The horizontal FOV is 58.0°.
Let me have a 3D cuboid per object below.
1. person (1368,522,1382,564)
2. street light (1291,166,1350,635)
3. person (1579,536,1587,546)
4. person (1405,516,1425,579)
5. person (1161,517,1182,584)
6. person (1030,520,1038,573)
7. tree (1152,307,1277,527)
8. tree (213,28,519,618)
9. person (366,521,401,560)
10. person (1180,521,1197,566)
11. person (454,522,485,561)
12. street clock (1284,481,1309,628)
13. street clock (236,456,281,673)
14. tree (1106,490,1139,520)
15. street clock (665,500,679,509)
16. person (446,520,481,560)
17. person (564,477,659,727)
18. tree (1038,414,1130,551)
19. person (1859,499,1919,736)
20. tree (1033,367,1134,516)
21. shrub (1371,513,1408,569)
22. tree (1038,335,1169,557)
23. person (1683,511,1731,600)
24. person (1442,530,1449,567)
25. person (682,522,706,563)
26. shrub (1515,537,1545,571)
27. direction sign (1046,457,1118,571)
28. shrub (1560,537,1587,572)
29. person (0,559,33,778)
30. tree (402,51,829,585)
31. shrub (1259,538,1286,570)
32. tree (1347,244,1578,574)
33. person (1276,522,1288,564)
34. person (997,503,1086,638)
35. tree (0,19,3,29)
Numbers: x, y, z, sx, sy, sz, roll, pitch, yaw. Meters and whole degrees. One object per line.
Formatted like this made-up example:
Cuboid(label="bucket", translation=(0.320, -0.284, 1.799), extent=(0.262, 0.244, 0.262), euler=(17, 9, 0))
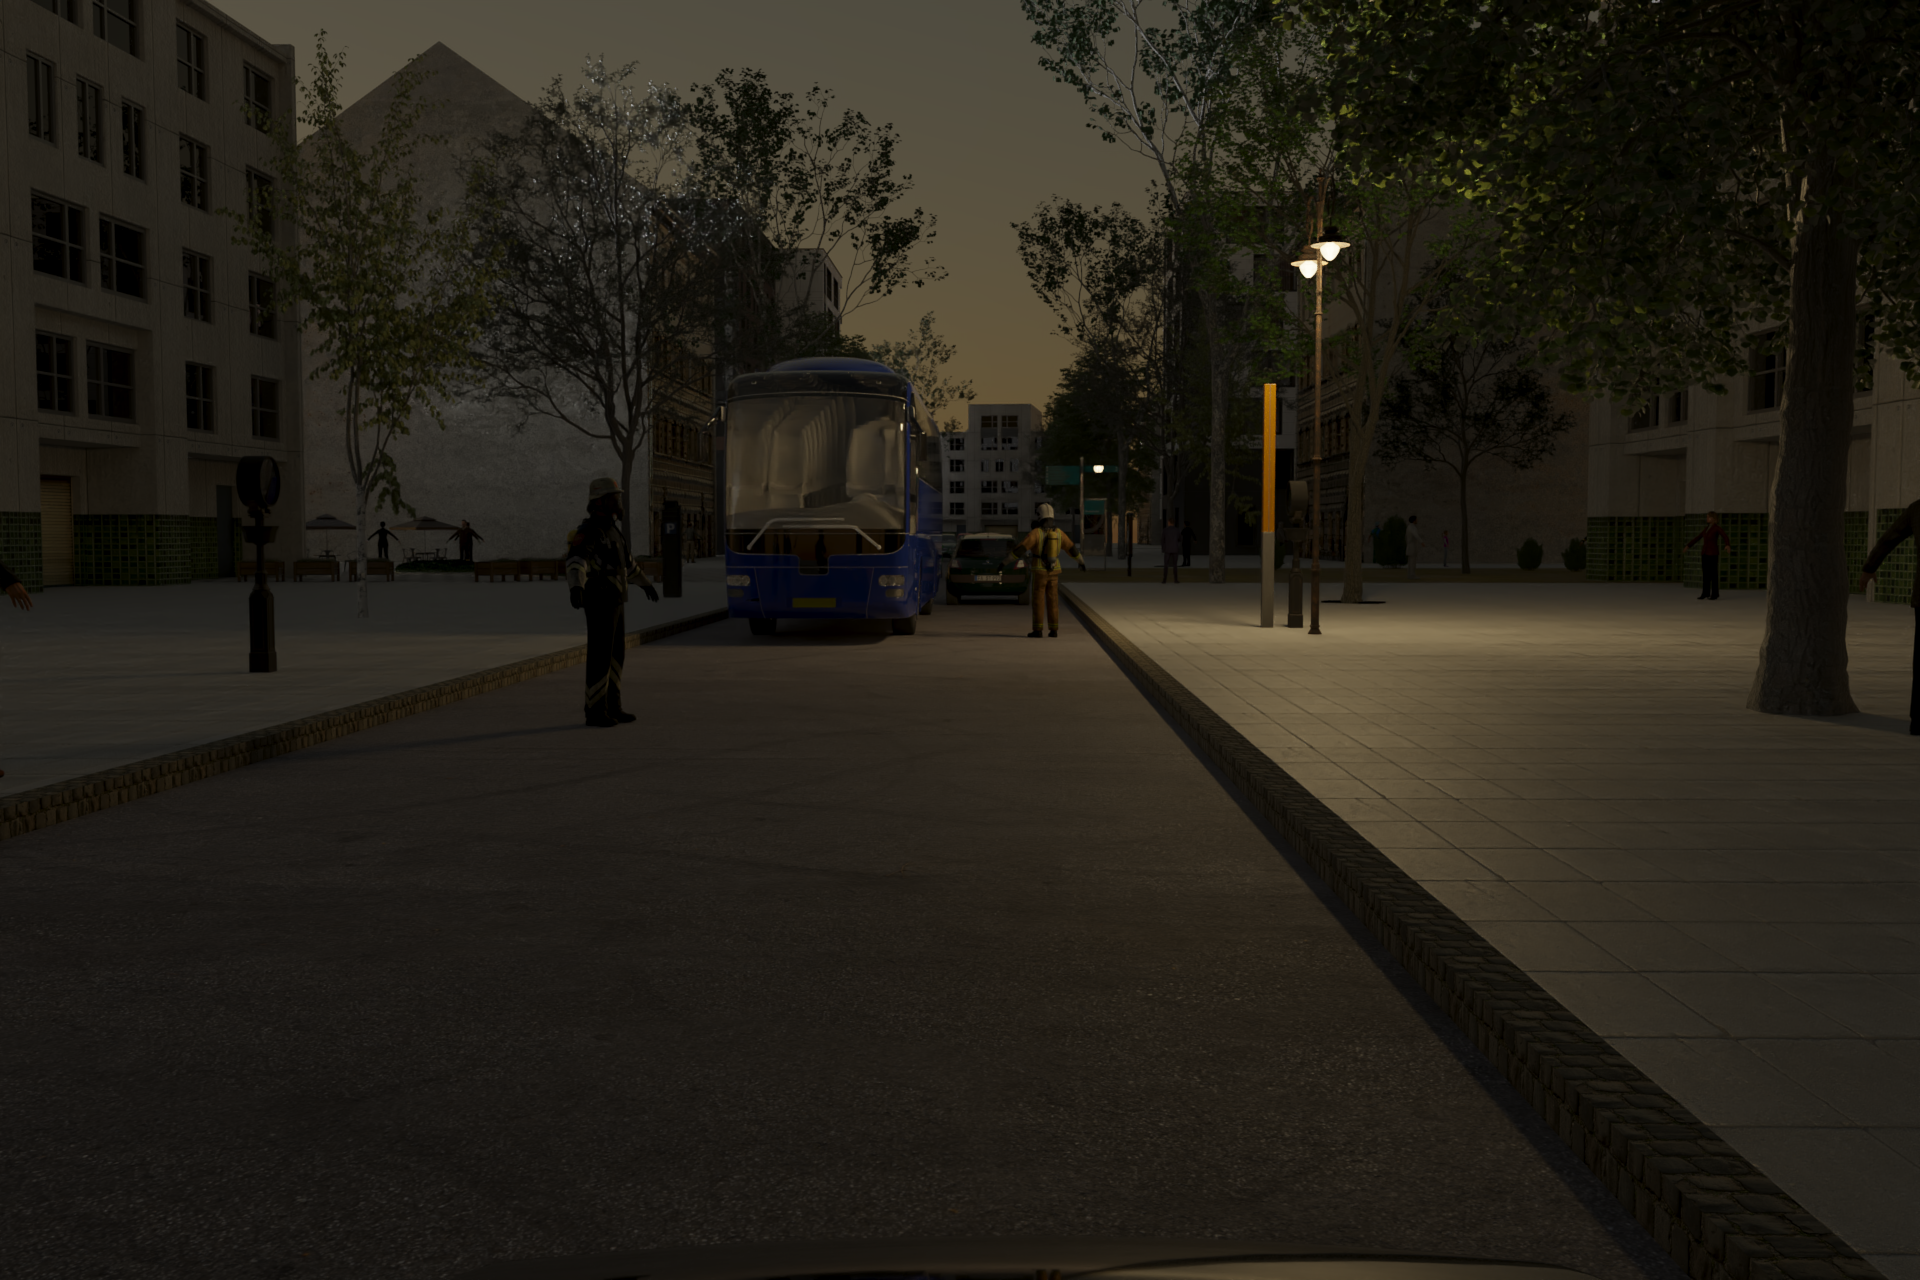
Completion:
Cuboid(label="person", translation=(17.924, -4.168, 74.281), extent=(0.704, 1.817, 1.347), euler=(-2, 4, -30))
Cuboid(label="street light", translation=(4.544, -3.010, 22.007), extent=(0.468, 5.910, 1.993), euler=(0, 4, 1))
Cuboid(label="person", translation=(19.976, -2.930, 53.841), extent=(1.347, 1.837, 0.705), euler=(2, 4, 24))
Cuboid(label="person", translation=(12.884, -2.630, 49.191), extent=(0.705, 1.806, 1.347), euler=(0, 4, -4))
Cuboid(label="person", translation=(5.478, -2.318, 44.866), extent=(0.541, 1.710, 0.530), euler=(1, 4, 13))
Cuboid(label="person", translation=(2.224, -2.514, 49.710), extent=(0.704, 1.843, 1.345), euler=(1, 4, 22))
Cuboid(label="tree", translation=(8.284, -6.448, 55.784), extent=(4.737, 8.622, 4.395), euler=(0, 3, 0))
Cuboid(label="tree", translation=(-8.929, -4.649, 26.381), extent=(4.737, 8.622, 4.395), euler=(0, 3, 0))
Cuboid(label="person", translation=(-20.773, -3.403, 62.361), extent=(1.216, 1.740, 0.721), euler=(-1, 4, -18))
Cuboid(label="person", translation=(8.953, -3.820, 68.637), extent=(1.347, 1.806, 0.705), euler=(-3, 5, -40))
Cuboid(label="person", translation=(-21.082, -4.164, 74.313), extent=(1.346, 1.802, 0.704), euler=(0, 4, 1))
Cuboid(label="street clock", translation=(4.588, -1.166, 23.641), extent=(0.358, 2.002, 0.471), euler=(0, 4, 2))
Cuboid(label="street clock", translation=(-6.482, -0.702, 16.052), extent=(0.358, 2.002, 0.471), euler=(0, 4, 0))
Cuboid(label="tree", translation=(23.202, -18.834, 242.348), extent=(7.601, 10.594, 8.767), euler=(1, 4, 9))
Cuboid(label="street clock", translation=(-6.183, -1.997, 37.220), extent=(0.358, 2.002, 0.471), euler=(0, 4, 2))
Cuboid(label="person", translation=(-18.315, -3.536, 63.949), extent=(1.346, 1.812, 0.704), euler=(0, 4, 7))
Cuboid(label="person", translation=(-2.643, -0.292, 13.009), extent=(0.705, 1.856, 1.354), euler=(1, 4, 14))
Cuboid(label="tree", translation=(9.640, -12.756, 134.314), extent=(9.928, 11.665, 9.643), euler=(0, 3, 0))
Cuboid(label="person", translation=(6.245, -0.291, 10.938), extent=(0.705, 1.807, 1.348), euler=(-2, 4, -26))
Cuboid(label="tree", translation=(8.419, -12.082, 115.662), extent=(7.486, 12.596, 7.792), euler=(0, 3, 0))
Cuboid(label="shrub", translation=(16.119, -3.685, 64.295), extent=(1.661, 2.075, 1.752), euler=(0, 3, 0))
Cuboid(label="tree", translation=(8.344, -11.057, 98.916), extent=(7.486, 12.596, 7.792), euler=(0, 3, 0))
Cuboid(label="person", translation=(14.560, -1.647, 33.739), extent=(0.721, 1.729, 1.215), euler=(-1, 4, -18))
Cuboid(label="person", translation=(19.087, -3.581, 67.809), extent=(0.599, 1.433, 0.991), euler=(1, 4, 18))
Cuboid(label="person", translation=(-11.901, -4.297, 76.528), extent=(1.348, 1.796, 0.705), euler=(1, 4, 16))
Cuboid(label="shrub", translation=(20.060, -3.048, 60.950), extent=(1.383, 1.207, 1.383), euler=(0, 3, 0))
Cuboid(label="direction sign", translation=(4.227, -4.350, 59.879), extent=(2.525, 3.948, 1.411), euler=(0, 4, 2))
Cuboid(label="shrub", translation=(21.101, -2.948, 59.319), extent=(1.383, 1.207, 1.383), euler=(0, 3, 0))
Cuboid(label="person", translation=(-5.265, -0.183, 9.055), extent=(1.348, 1.821, 0.705), euler=(3, 4, 38))
Cuboid(label="tree", translation=(-8.584, -8.182, 44.141), extent=(12.009, 13.543, 11.850), euler=(0, 3, 0))
Cuboid(label="shrub", translation=(11.031, -3.060, 61.142), extent=(1.383, 1.207, 1.383), euler=(0, 3, 0))
Cuboid(label="tree", translation=(16.038, -7.423, 55.770), extent=(7.601, 10.594, 8.767), euler=(0, 4, 4))
Cuboid(label="person", translation=(13.809, -4.180, 74.477), extent=(0.705, 1.813, 1.348), euler=(0, 4, -4))
Cuboid(label="person", translation=(1.167, -0.964, 23.995), extent=(1.354, 1.858, 0.705), euler=(-1, 4, -23))
Cuboid(label="tree", translation=(-8.893, -3.836, 13.078), extent=(4.360, 8.622, 3.978), euler=(0, 3, 0))
